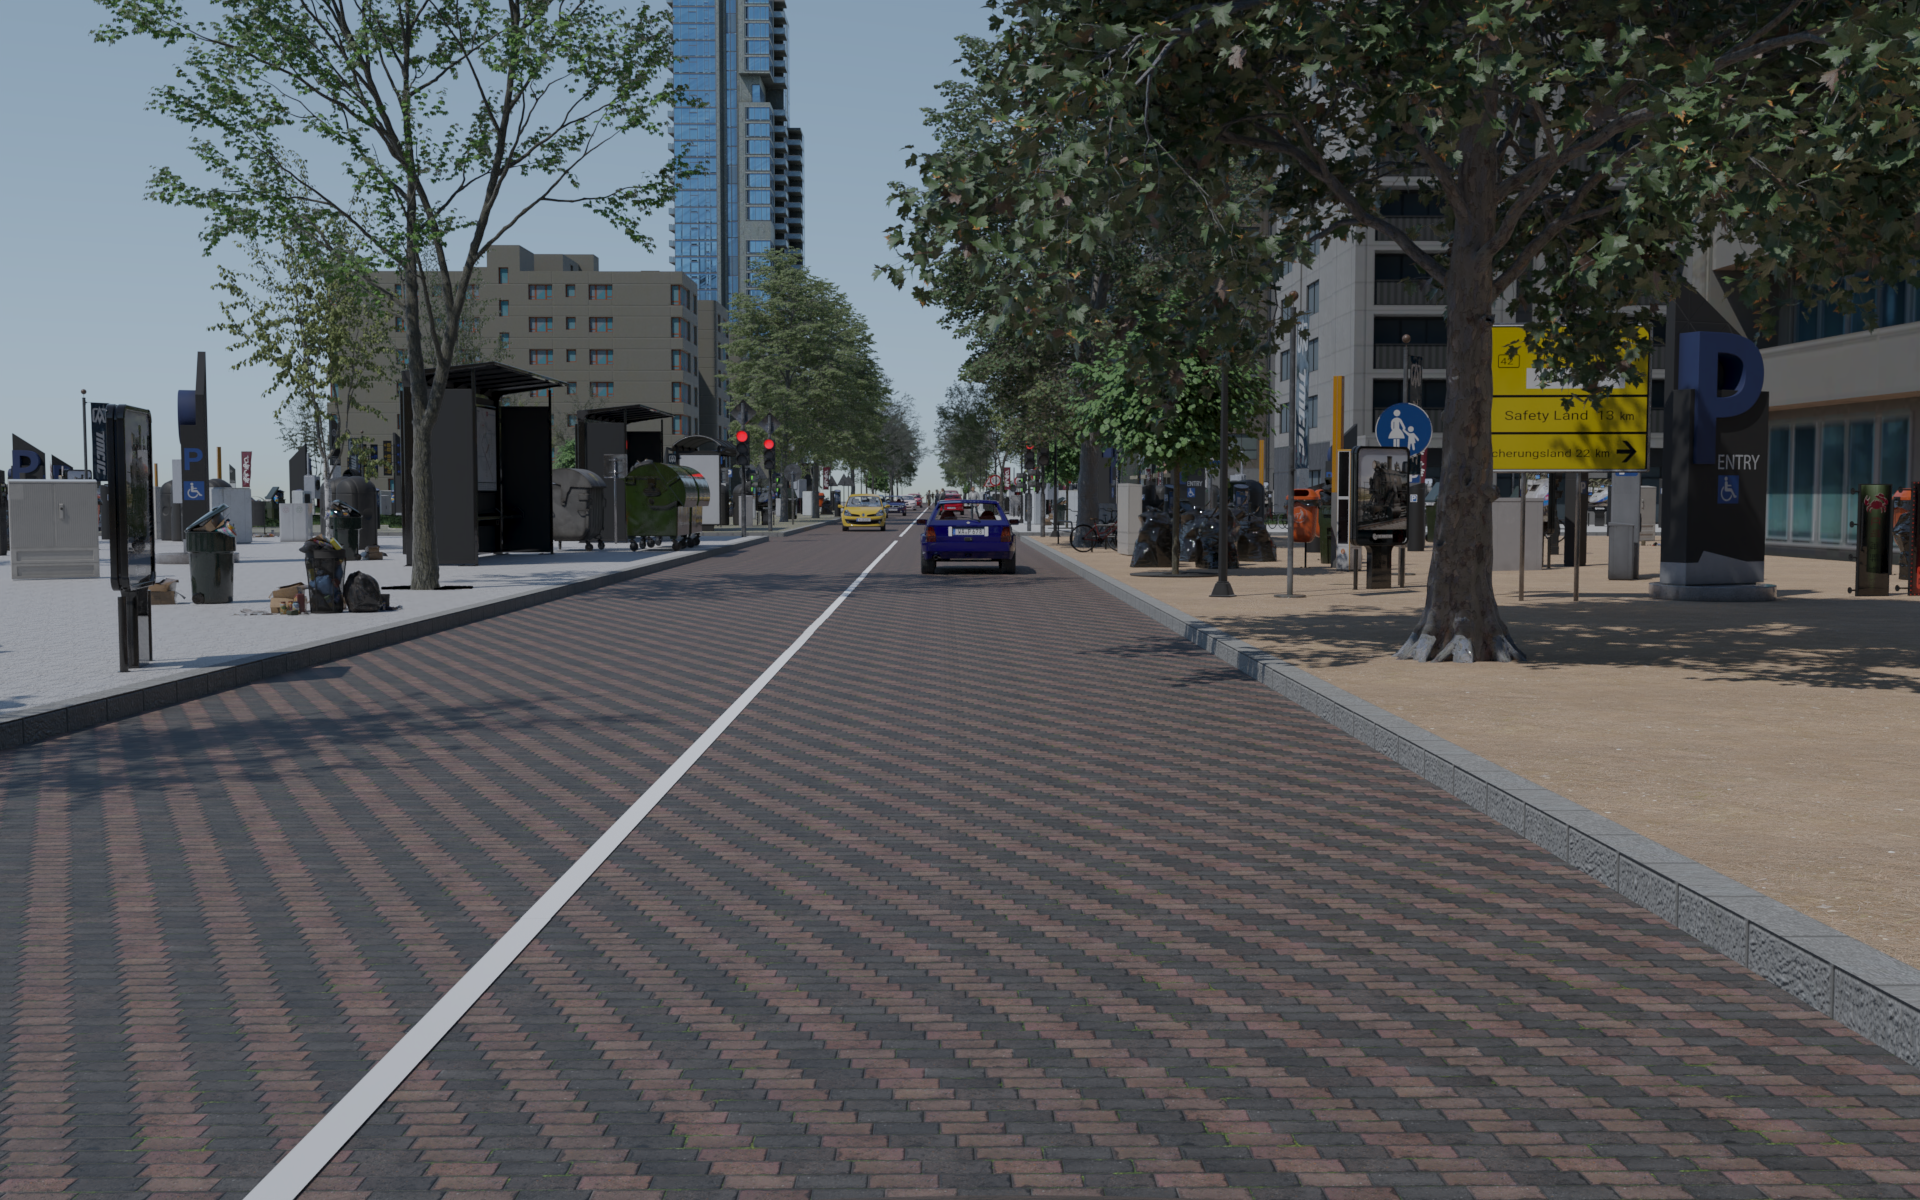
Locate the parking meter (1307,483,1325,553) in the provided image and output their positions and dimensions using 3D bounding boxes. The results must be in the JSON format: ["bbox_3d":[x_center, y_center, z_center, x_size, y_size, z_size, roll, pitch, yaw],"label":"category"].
[{"bbox_3d":[7.791,-1.805,37.929,0.372,1.533,0.369,0,3,0],"label":"parking meter"}]

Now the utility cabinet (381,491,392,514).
[{"bbox_3d":[-35.564,-6.036,107.373,0.318,1.500,1.173,3,5,39],"label":"utility cabinet"}]

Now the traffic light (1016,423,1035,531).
[{"bbox_3d":[2.361,-4.317,59.504,0.839,4.253,0.868,0,4,-1],"label":"traffic light"}]

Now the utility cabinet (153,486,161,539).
[{"bbox_3d":[-22.957,-2.475,49.141,1.173,1.500,0.318,3,4,38],"label":"utility cabinet"}]

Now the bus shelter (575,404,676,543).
[{"bbox_3d":[-9.254,-3.490,48.341,1.731,3.624,6.357,0,4,-1],"label":"bus shelter"}]

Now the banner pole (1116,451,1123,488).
[{"bbox_3d":[8.212,-6.086,89.518,0.863,3.779,0.401,-3,5,-43],"label":"banner pole"}]

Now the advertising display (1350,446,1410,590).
[{"bbox_3d":[5.664,-1.110,23.368,0.974,1.923,0.123,-2,4,-30],"label":"advertising display"}]

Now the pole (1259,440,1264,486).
[{"bbox_3d":[11.405,-4.382,65.492,0.158,3.312,0.155,0,3,0],"label":"pole"}]

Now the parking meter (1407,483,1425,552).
[{"bbox_3d":[10.218,-1.858,38.789,0.372,1.533,0.369,0,3,0],"label":"parking meter"}]

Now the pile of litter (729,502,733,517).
[{"bbox_3d":[-12.610,-5.103,97.399,1.176,0.858,1.719,0,4,4],"label":"pile of litter"}]

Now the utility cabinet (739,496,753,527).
[{"bbox_3d":[-8.460,-3.498,68.360,0.306,1.237,1.020,-1,4,-23],"label":"utility cabinet"}]

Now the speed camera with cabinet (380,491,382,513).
[{"bbox_3d":[-27.906,-5.289,80.811,0.660,3.252,2.038,1,4,21],"label":"speed camera with cabinet"}]

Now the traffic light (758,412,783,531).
[{"bbox_3d":[-6.500,-4.310,59.391,0.839,4.253,0.868,0,4,-1],"label":"traffic light"}]

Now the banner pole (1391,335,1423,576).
[{"bbox_3d":[7.151,-2.291,27.478,0.401,3.779,0.863,3,4,38],"label":"banner pole"}]

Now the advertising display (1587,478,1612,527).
[{"bbox_3d":[25.307,-3.869,68.472,0.974,1.923,0.123,3,4,36],"label":"advertising display"}]

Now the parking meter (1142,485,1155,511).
[{"bbox_3d":[5.299,-2.469,48.783,0.372,1.533,0.369,0,3,0],"label":"parking meter"}]

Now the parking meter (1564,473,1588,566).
[{"bbox_3d":[10.958,-1.534,30.795,0.399,1.863,0.255,-3,5,-40],"label":"parking meter"}]

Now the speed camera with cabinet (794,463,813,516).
[{"bbox_3d":[-9.102,-6.610,102.404,0.660,3.252,2.038,-3,4,-37],"label":"speed camera with cabinet"}]

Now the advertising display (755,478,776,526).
[{"bbox_3d":[-7.932,-4.004,70.671,0.974,1.923,0.123,-3,5,-45],"label":"advertising display"}]

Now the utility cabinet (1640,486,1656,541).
[{"bbox_3d":[18.316,-2.341,46.947,1.173,1.500,0.318,-2,4,-24],"label":"utility cabinet"}]

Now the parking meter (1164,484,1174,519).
[{"bbox_3d":[5.361,-2.170,43.885,0.372,1.533,0.369,0,3,0],"label":"parking meter"}]

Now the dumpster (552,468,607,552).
[{"bbox_3d":[-8.788,-2.048,39.248,1.264,1.857,1.865,0,4,-1],"label":"dumpster"}]

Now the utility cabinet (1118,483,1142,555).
[{"bbox_3d":[3.581,-1.697,36.425,0.318,1.500,1.173,0,4,-5],"label":"utility cabinet"}]

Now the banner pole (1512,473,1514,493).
[{"bbox_3d":[22.529,-4.926,70.563,0.401,3.779,0.863,1,4,20],"label":"banner pole"}]

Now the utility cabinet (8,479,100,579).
[{"bbox_3d":[-13.622,-1.062,26.047,1.173,1.500,0.318,-2,4,-31],"label":"utility cabinet"}]

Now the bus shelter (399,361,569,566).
[{"bbox_3d":[-9.121,-2.598,33.757,1.731,3.624,6.357,0,4,-1],"label":"bus shelter"}]

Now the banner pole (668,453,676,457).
[{"bbox_3d":[-15.387,-6.339,93.665,0.863,3.779,0.401,-2,4,-32],"label":"banner pole"}]

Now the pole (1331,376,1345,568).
[{"bbox_3d":[6.537,-2.210,29.971,0.158,3.312,0.155,0,3,0],"label":"pole"}]

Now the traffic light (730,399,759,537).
[{"bbox_3d":[-6.412,-3.822,51.406,0.839,4.253,0.868,0,4,-1],"label":"traffic light"}]

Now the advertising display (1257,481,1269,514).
[{"bbox_3d":[15.207,-5.067,88.061,0.974,1.923,0.123,0,4,-1],"label":"advertising display"}]

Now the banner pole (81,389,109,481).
[{"bbox_3d":[-20.757,-3.153,41.571,0.401,3.779,0.863,2,4,32],"label":"banner pole"}]

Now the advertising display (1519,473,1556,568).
[{"bbox_3d":[10.092,-1.536,30.328,0.123,1.923,0.974,-1,4,-14],"label":"advertising display"}]

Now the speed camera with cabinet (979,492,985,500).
[{"bbox_3d":[2.528,-8.406,131.776,2.038,3.252,0.660,-1,4,-13],"label":"speed camera with cabinet"}]

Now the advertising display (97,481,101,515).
[{"bbox_3d":[-39.047,-4.441,77.825,0.123,1.923,0.974,2,4,27],"label":"advertising display"}]

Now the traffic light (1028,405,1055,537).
[{"bbox_3d":[2.448,-3.829,51.519,0.839,4.253,0.868,0,4,-1],"label":"traffic light"}]

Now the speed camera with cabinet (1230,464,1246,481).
[{"bbox_3d":[13.168,-5.280,80.662,0.660,3.252,2.038,2,4,28],"label":"speed camera with cabinet"}]

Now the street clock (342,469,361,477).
[{"bbox_3d":[-17.608,-2.789,50.174,0.471,2.002,0.358,1,4,13],"label":"street clock"}]

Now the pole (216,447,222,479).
[{"bbox_3d":[-31.886,-4.939,74.600,0.158,3.312,0.155,0,3,0],"label":"pole"}]

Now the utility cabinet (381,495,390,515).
[{"bbox_3d":[-31.602,-5.109,94.701,0.306,1.237,1.020,1,4,17],"label":"utility cabinet"}]

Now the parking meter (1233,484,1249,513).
[{"bbox_3d":[6.841,-2.064,42.161,0.372,1.533,0.369,0,3,0],"label":"parking meter"}]

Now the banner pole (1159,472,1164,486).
[{"bbox_3d":[11.830,-6.846,101.941,0.401,3.779,0.863,2,4,30],"label":"banner pole"}]

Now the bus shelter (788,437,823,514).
[{"bbox_3d":[-10.694,-8.589,118.065,2.179,5.291,8.768,0,4,-1],"label":"bus shelter"}]

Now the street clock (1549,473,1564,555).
[{"bbox_3d":[12.550,-1.955,36.541,0.358,2.002,0.471,1,4,12],"label":"street clock"}]

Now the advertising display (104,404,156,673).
[{"bbox_3d":[-6.128,-0.466,12.832,0.123,1.923,0.974,-1,4,-14],"label":"advertising display"}]

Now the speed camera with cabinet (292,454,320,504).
[{"bbox_3d":[-31.710,-5.486,84.035,0.660,3.252,2.038,0,4,3],"label":"speed camera with cabinet"}]

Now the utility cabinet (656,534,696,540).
[{"bbox_3d":[-7.855,-2.393,47.808,0.318,1.500,1.173,3,5,41],"label":"utility cabinet"}]

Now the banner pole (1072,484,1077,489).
[{"bbox_3d":[7.077,-7.238,108.354,0.863,3.779,0.401,-3,5,-44],"label":"banner pole"}]

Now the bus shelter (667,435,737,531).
[{"bbox_3d":[-9.023,-4.161,61.949,2.014,3.302,5.546,0,4,-1],"label":"bus shelter"}]

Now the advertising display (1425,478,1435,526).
[{"bbox_3d":[18.488,-3.871,68.506,0.123,1.923,0.974,-1,4,-14],"label":"advertising display"}]

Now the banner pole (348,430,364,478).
[{"bbox_3d":[-23.583,-4.759,67.822,0.401,3.779,0.863,3,4,37],"label":"banner pole"}]

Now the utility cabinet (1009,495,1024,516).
[{"bbox_3d":[3.420,-5.552,101.933,1.020,1.237,0.306,-1,4,-22],"label":"utility cabinet"}]

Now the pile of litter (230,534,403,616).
[{"bbox_3d":[-6.988,-0.299,18.854,1.719,0.858,1.176,-1,4,-14],"label":"pile of litter"}]

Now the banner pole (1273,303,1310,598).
[{"bbox_3d":[4.129,-1.906,21.187,0.401,3.779,0.863,0,4,-7],"label":"banner pole"}]

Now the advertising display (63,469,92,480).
[{"bbox_3d":[-23.016,-2.447,45.223,0.123,1.923,0.974,1,4,11],"label":"advertising display"}]

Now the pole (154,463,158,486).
[{"bbox_3d":[-53.218,-7.393,114.717,0.158,3.312,0.155,0,3,0],"label":"pole"}]

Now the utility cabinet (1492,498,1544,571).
[{"bbox_3d":[9.273,-1.096,29.085,1.020,1.237,0.306,-1,4,-17],"label":"utility cabinet"}]
